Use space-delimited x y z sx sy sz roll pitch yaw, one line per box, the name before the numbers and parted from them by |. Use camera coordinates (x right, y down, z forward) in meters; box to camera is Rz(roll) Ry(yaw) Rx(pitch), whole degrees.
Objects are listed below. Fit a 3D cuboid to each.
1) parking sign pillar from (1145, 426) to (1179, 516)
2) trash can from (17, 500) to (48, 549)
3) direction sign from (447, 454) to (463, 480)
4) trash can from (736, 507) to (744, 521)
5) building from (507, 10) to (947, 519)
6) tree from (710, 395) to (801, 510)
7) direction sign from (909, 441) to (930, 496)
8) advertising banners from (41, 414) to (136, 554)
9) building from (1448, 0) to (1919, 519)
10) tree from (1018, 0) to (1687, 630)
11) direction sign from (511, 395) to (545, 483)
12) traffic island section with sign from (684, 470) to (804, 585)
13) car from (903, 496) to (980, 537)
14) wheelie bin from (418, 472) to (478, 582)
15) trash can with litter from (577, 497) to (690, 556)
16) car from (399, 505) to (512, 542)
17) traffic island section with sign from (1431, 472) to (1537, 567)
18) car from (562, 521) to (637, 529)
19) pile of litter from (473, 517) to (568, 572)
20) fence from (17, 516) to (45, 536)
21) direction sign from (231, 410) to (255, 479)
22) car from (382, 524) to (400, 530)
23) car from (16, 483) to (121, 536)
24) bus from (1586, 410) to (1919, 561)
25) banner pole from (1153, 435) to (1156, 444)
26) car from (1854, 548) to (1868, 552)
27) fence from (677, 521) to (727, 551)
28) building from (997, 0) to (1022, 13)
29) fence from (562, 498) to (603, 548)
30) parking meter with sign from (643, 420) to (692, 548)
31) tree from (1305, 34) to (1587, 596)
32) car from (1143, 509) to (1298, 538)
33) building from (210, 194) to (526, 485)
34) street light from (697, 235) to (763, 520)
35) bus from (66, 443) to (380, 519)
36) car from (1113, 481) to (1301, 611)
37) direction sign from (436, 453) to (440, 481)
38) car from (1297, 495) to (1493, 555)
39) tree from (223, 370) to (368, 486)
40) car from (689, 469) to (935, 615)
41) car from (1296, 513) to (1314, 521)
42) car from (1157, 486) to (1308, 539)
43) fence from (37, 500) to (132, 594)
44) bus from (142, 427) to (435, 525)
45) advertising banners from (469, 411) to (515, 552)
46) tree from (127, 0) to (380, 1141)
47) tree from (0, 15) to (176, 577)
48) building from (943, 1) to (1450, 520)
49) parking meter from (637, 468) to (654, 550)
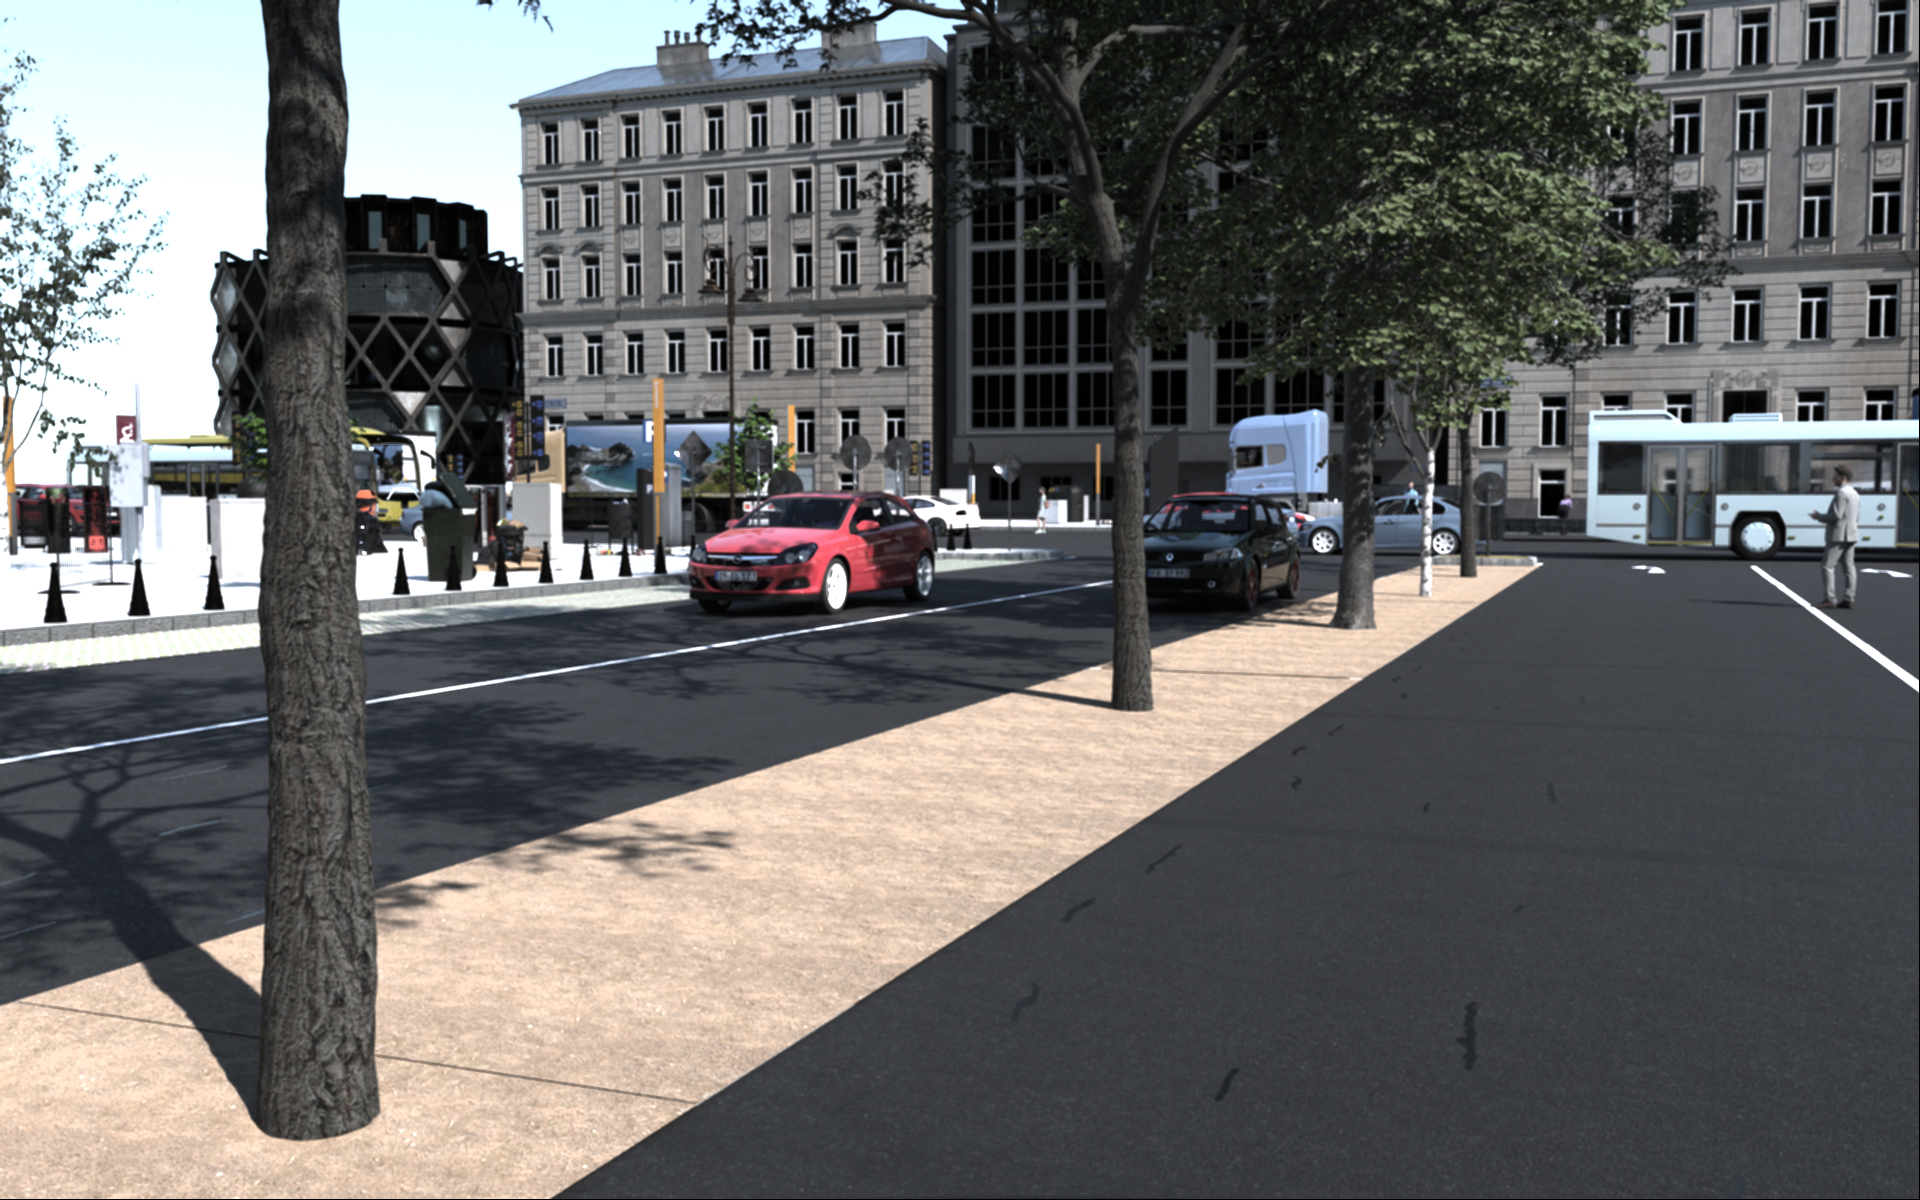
parking sign pillar | 8.021 -4.920 68.920 1.447 3.967 1.447 -2 4 -23
trash can | -21.885 -1.792 40.951 0.748 1.137 0.748 0 3 0
direction sign | -28.228 -6.414 96.858 0.876 3.537 0.379 0 4 -7
trash can | -10.303 -4.192 80.190 0.748 1.137 0.748 0 3 0
building | -10.705 -18.250 95.652 25.104 27.353 12.463 1 4 22
tree | -3.918 -2.401 33.860 1.663 3.219 1.824 0 3 0
direction sign | -1.710 -4.985 73.503 0.876 3.537 0.379 0 4 -1
advertising banners | -18.898 -2.542 37.743 0.090 3.025 2.074 3 5 45
building | 35.156 -17.150 77.658 25.104 27.353 12.463 1 4 22
tree | 4.251 -5.985 18.439 7.486 12.596 7.792 0 3 0
direction sign | -9.964 -2.935 39.982 0.876 3.537 0.379 1 4 19
traffic island section with sign | -3.036 -1.159 27.577 1.989 1.847 2.006 1 4 22
car | -1.671 -2.899 59.757 4.827 1.381 2.083 1 4 23
wheelie bin | -7.544 -1.076 25.505 0.693 1.594 0.980 0 4 7
trash can with litter | -6.750 -1.539 36.213 2.233 1.210 1.678 1 4 9
car | -14.083 -2.346 50.359 4.499 1.417 2.014 1 4 20
traffic island section with sign | 10.698 -1.659 35.257 2.006 1.907 1.989 1 4 22
car | -14.962 -3.804 71.990 4.222 1.686 2.009 2 4 24
pile of litter | -7.438 -0.915 28.923 1.719 0.858 1.176 0 4 -2
fence | -25.338 -1.906 46.539 0.278 0.683 2.069 1 4 21
direction sign | -19.388 -3.360 46.938 0.876 3.537 0.379 2 4 28
car | -21.387 -3.577 68.704 3.980 1.641 2.015 2 4 23
car | -31.536 -3.156 60.273 5.304 1.827 2.281 1 4 21
bus | 20.420 -2.573 36.921 13.247 3.499 2.948 1 4 21
banner pole | 8.403 -5.088 73.212 0.863 3.779 0.401 3 5 40
car | 21.458 -2.097 43.885 3.694 1.707 1.945 1 4 21
fence | -5.579 -1.403 38.318 0.278 0.683 2.069 -3 5 -42
building | 14.533 -31.910 145.423 21.300 48.544 21.600 1 4 22
fence | -9.488 -1.872 41.807 2.264 1.192 0.480 3 5 43
parking meter with sign | -6.984 -2.774 41.619 0.543 3.016 1.738 1 4 15
tree | 6.562 -4.360 24.112 4.360 8.622 3.978 0 3 0
car | 6.587 -2.049 45.500 4.499 1.417 2.014 1 4 21
building | -35.052 -14.688 107.607 16.811 18.784 16.820 1 4 22
street light | -4.095 -3.565 31.081 0.468 5.910 1.993 1 4 22
bus | -25.976 -4.079 61.549 13.247 3.499 2.948 2 4 24
car | 3.294 -0.790 22.702 2.009 1.686 4.222 1 4 23
direction sign | -28.987 -6.364 96.042 0.379 3.537 0.876 -2 4 -35
car | 10.241 -1.767 40.892 4.499 1.417 2.014 1 4 22
tree | -8.728 -1.713 22.603 1.663 3.219 1.824 0 3 0
car | -1.807 -0.801 22.136 2.155 1.783 4.494 1 4 21
car | 8.764 -2.540 53.898 4.827 1.381 2.083 1 4 22
car | 7.763 -2.470 49.424 4.494 1.783 2.155 1 4 23
fence | -11.779 -0.741 23.320 0.480 1.192 2.264 -1 4 -9
bus | -25.432 -4.470 64.637 12.252 3.916 2.896 1 4 23
advertising banners | -10.132 -2.526 37.485 0.090 3.025 2.074 -3 5 -43
tree | -1.313 -4.103 3.946 8.767 10.594 7.601 1 4 22
tree | -14.549 -4.648 26.360 4.360 8.622 3.978 0 3 0
building | 12.410 -17.970 87.315 24.014 27.812 14.314 1 4 22
parking meter | -7.185 -2.078 39.693 0.255 1.863 0.399 3 4 37
